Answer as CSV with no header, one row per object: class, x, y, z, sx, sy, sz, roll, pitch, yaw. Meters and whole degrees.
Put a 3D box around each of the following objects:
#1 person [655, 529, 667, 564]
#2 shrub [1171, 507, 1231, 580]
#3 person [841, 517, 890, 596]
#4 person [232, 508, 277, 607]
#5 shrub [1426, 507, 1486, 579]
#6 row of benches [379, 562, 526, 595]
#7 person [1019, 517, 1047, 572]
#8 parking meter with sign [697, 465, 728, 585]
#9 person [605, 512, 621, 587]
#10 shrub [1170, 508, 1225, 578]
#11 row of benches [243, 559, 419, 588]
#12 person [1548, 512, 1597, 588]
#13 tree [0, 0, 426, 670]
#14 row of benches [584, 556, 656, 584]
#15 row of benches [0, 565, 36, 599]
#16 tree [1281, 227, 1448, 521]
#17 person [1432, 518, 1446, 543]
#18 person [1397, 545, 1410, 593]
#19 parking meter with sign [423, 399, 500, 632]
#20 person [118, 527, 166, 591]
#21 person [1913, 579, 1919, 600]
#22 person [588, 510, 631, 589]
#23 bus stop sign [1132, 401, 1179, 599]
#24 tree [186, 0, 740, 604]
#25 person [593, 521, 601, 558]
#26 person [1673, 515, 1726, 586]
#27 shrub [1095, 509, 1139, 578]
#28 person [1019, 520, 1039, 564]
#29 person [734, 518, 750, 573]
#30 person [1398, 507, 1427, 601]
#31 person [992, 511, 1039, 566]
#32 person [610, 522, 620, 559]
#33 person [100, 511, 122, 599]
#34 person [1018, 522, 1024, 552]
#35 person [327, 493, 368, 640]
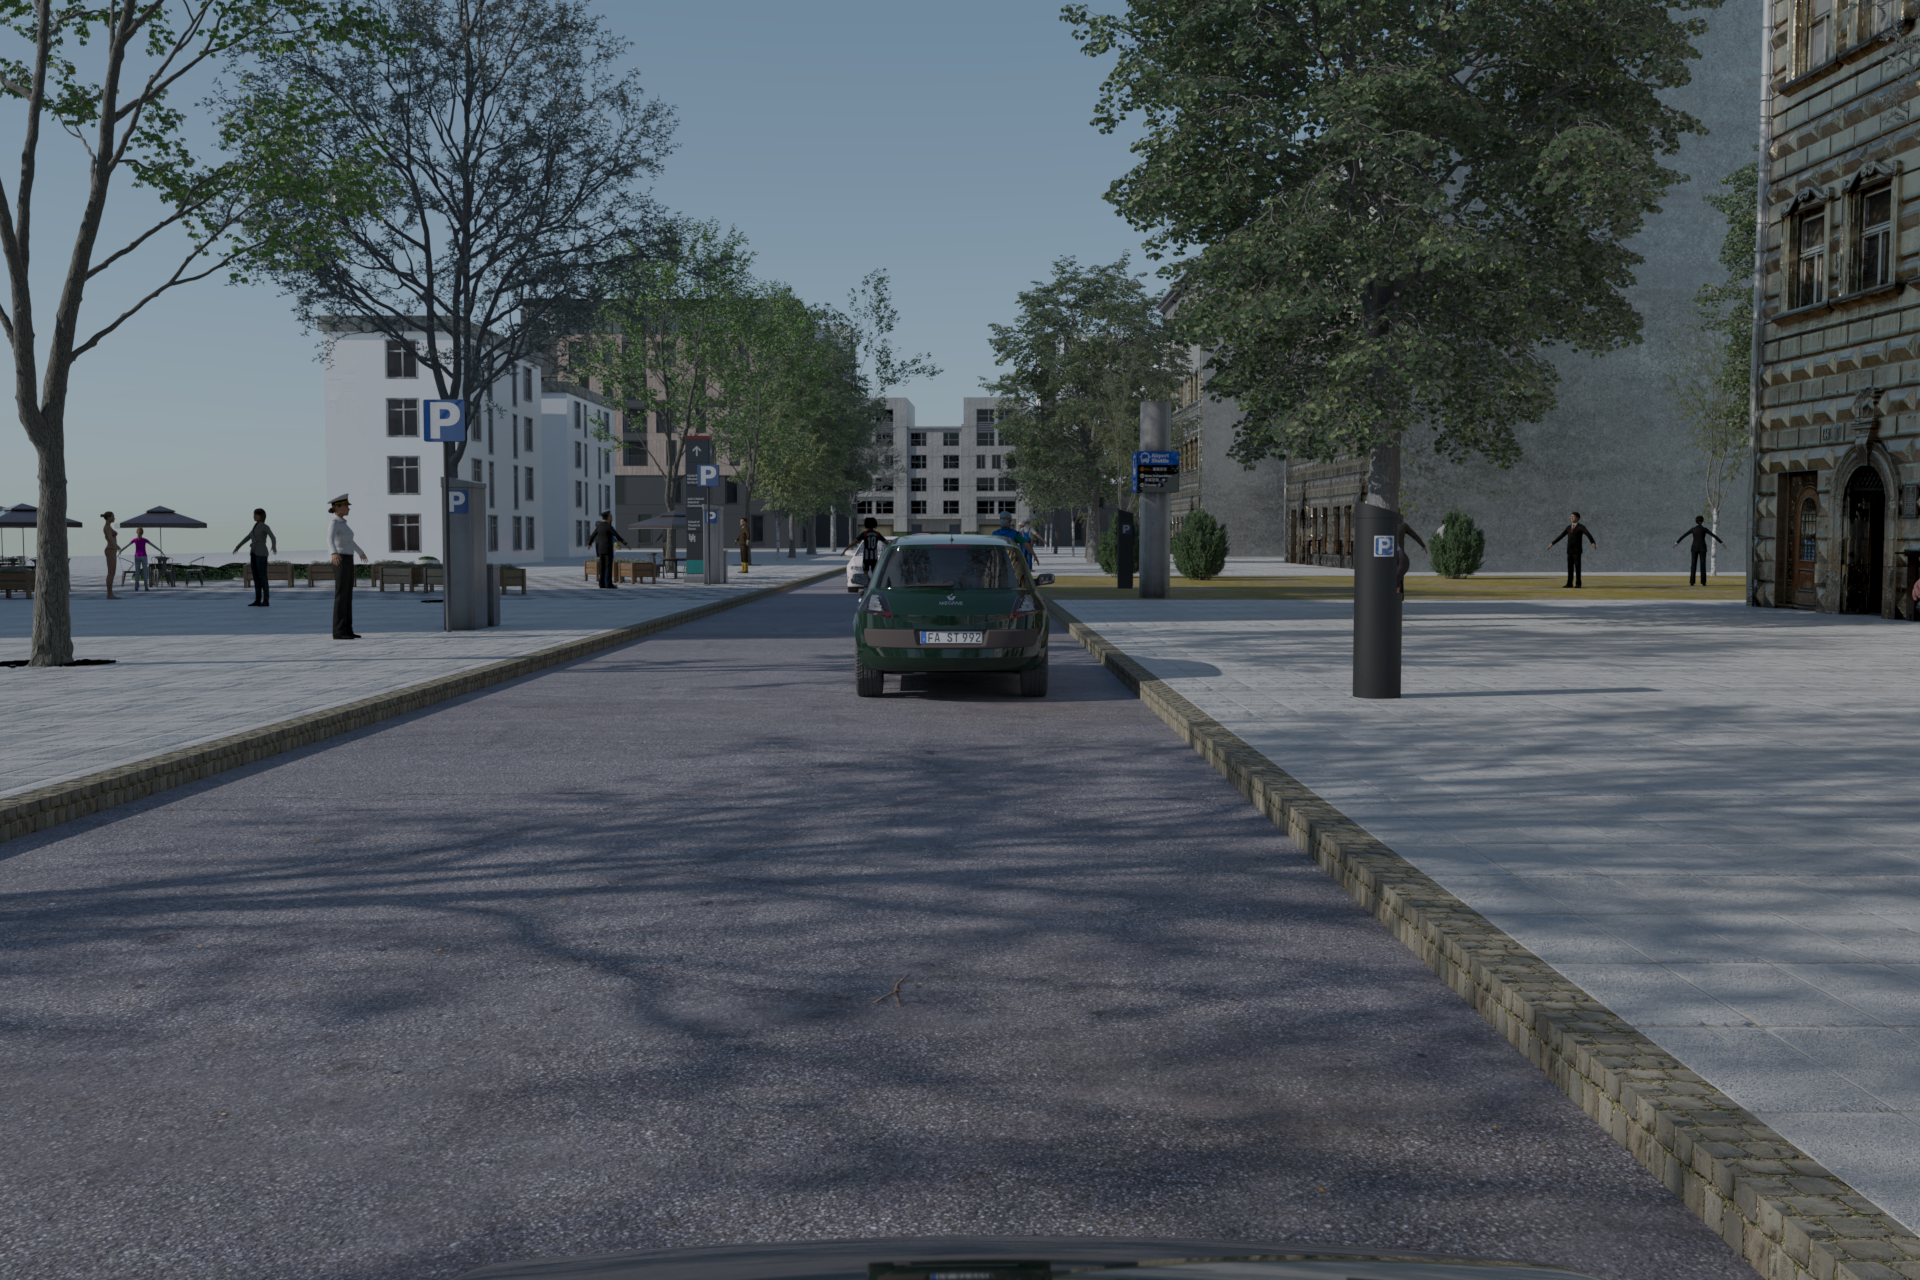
person,-11.888,-3.889,69.849,0.705,1.796,1.348,-3,4,-38
shrub,6.697,-2.674,48.139,1.690,2.028,1.600,0,3,0
person,-2.080,-1.923,40.035,1.345,1.843,0.704,-1,4,-17
person,-12.457,-1.460,30.637,1.215,1.744,0.721,2,4,34
shrub,14.144,-2.774,49.392,1.661,2.075,1.752,0,3,0
row of benches,-11.007,-1.358,37.669,4.104,0.672,1.422,2,4,32
person,2.307,-3.231,58.681,1.347,1.847,0.705,2,4,28
parking meter with sign,-6.297,-2.944,44.392,0.543,3.016,1.738,0,4,2
person,-8.531,-2.210,42.104,0.705,1.833,1.349,-2,4,-26
shrub,6.914,-2.847,50.591,1.661,2.075,1.752,0,3,0
row of benches,-15.237,-1.611,41.802,4.104,0.672,1.422,-1,4,-14
person,14.541,-2.131,41.033,0.705,1.806,1.347,-2,4,-33
tree,-8.787,-5.546,16.440,9.928,11.665,9.643,0,3,0
row of benches,-9.085,-1.867,45.991,1.422,0.672,4.104,-2,4,-29
row of benches,-20.172,-1.179,34.734,4.104,0.672,1.422,1,4,14
tree,9.896,-5.483,40.001,4.360,8.622,3.978,0,3,0
person,16.003,-3.111,57.050,0.705,1.806,1.347,-2,4,-35
person,5.812,-0.884,23.732,0.697,1.427,0.421,0,4,-2
parking meter with sign,-6.649,-1.655,23.324,0.543,3.016,1.738,0,4,1
person,-18.368,-1.810,38.863,0.991,1.433,0.599,-1,4,-16
person,3.916,-0.010,6.652,0.568,1.767,0.683,-1,4,-8
person,-8.281,-2.123,40.641,1.347,1.837,0.705,2,4,33
bus stop sign,3.902,-2.790,34.636,0.837,3.901,0.837,0,4,-2
tree,-9.383,-7.442,32.047,12.009,13.543,11.850,0,3,0
person,-14.510,-3.869,69.391,0.705,1.813,1.348,0,3,0
person,18.313,-2.213,42.900,1.216,1.740,0.721,2,4,29
shrub,4.781,-2.857,51.126,1.690,2.028,1.600,0,3,0
person,2.685,-4.000,71.185,1.354,1.856,0.705,-3,5,-43
person,-7.096,-3.094,56.725,0.704,1.812,1.346,-2,4,-26
person,8.287,-1.644,33.057,1.348,1.807,0.705,0,4,-4
person,0.751,-1.267,29.302,1.347,1.817,0.704,2,4,26
person,-14.878,-4.114,73.485,0.704,1.802,1.346,2,4,32
person,-16.753,-1.684,34.339,0.721,1.733,1.217,-2,4,-31
person,2.360,-3.861,69.596,0.721,1.772,1.216,0,4,-7
person,-7.458,-0.898,21.138,0.721,1.778,1.216,0,4,-3
